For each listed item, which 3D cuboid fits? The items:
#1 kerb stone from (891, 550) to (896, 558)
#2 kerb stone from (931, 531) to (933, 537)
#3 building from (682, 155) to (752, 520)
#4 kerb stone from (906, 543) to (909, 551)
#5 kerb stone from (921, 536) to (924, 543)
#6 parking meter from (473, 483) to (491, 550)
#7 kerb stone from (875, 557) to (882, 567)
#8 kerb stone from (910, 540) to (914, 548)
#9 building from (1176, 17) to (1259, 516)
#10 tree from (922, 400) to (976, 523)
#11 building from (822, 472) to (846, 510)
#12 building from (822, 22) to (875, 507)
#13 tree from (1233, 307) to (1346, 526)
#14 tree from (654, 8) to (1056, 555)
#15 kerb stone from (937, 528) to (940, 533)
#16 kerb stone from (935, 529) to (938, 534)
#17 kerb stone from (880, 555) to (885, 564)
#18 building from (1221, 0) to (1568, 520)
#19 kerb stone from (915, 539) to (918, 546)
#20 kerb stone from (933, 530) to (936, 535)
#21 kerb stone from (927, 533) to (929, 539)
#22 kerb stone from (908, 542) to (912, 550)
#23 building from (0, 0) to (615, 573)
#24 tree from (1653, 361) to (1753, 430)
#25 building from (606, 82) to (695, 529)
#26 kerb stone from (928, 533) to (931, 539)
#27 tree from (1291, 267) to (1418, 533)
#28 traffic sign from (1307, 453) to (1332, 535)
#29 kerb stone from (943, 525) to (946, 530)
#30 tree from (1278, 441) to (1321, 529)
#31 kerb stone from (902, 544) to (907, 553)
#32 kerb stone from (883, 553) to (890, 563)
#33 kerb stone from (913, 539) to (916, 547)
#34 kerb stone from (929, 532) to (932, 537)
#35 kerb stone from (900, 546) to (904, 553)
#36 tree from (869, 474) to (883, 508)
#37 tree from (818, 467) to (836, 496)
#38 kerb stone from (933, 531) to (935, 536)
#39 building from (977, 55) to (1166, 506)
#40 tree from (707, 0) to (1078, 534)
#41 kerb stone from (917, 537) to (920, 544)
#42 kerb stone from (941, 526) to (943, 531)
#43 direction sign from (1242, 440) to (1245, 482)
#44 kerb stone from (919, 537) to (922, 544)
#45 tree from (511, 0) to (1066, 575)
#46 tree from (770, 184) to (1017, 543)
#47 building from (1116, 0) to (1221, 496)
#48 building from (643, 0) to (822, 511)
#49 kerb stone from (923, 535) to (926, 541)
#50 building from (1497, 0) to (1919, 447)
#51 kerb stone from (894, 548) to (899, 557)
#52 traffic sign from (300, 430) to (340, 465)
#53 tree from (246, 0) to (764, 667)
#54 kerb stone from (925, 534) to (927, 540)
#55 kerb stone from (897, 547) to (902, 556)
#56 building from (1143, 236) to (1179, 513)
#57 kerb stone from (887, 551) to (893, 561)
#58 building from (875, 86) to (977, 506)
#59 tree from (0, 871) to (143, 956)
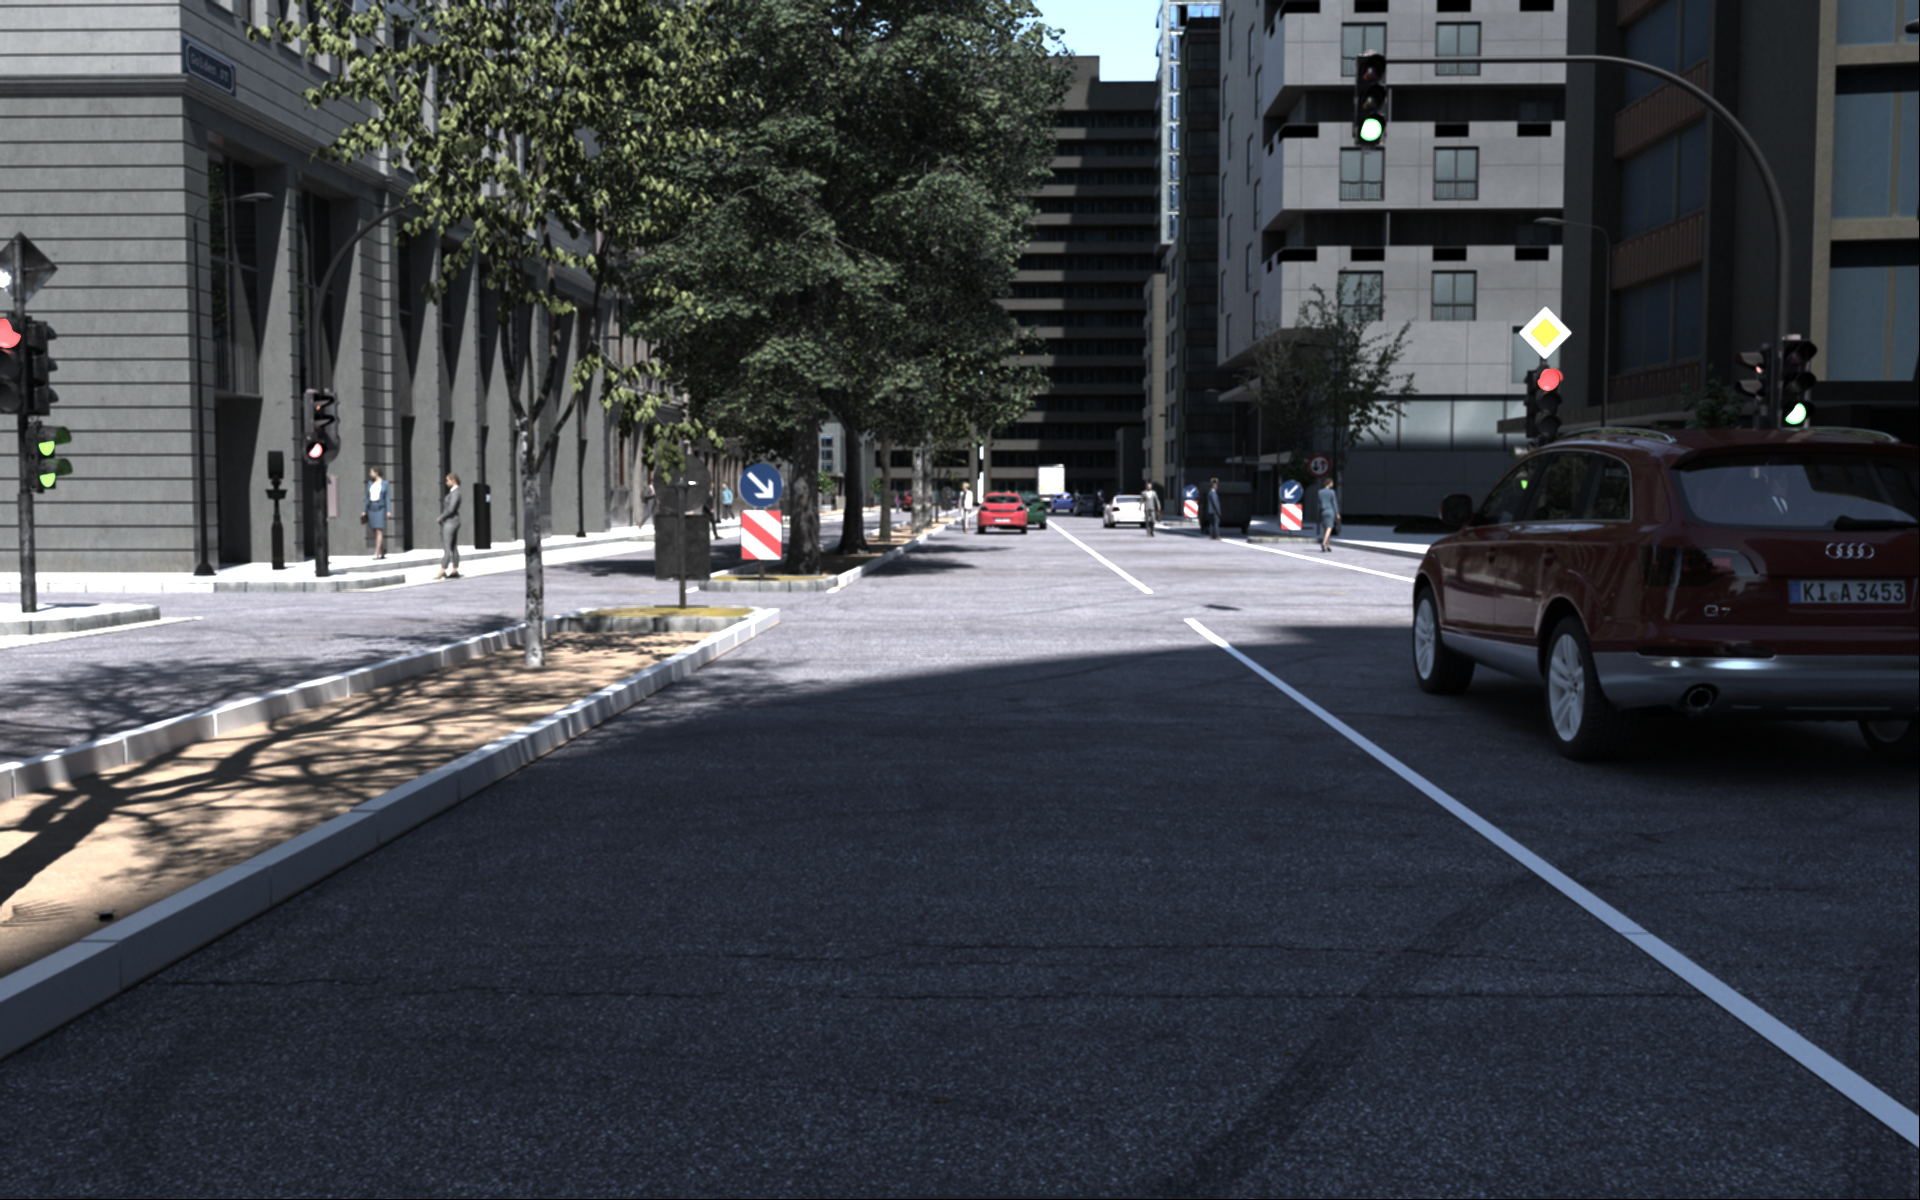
[{"bbox_3d":[-1.546,-0.953,37.785,0.120,0.150,1.000,0,4,2],"label":"kerb stone"},{"bbox_3d":[-1.027,-2.082,56.249,0.120,0.150,1.000,0,4,2],"label":"kerb stone"},{"bbox_3d":[-16.666,-13.658,87.934,10.561,19.102,19.286,0,4,2],"label":"building"},{"bbox_3d":[-1.403,-1.267,42.912,0.120,0.150,1.000,0,4,2],"label":"kerb stone"},{"bbox_3d":[-1.189,-1.706,50.090,0.120,0.150,1.000,0,4,2],"label":"kerb stone"},{"bbox_3d":[-11.050,-1.936,40.065,0.372,1.533,0.369,0,3,0],"label":"parking meter"},{"bbox_3d":[-1.666,-0.702,33.679,0.120,0.150,1.000,0,4,2],"label":"kerb stone"},{"bbox_3d":[-1.345,-1.392,44.960,0.120,0.150,1.000,0,4,2],"label":"kerb stone"},{"bbox_3d":[20.555,-20.620,108.836,14.160,30.474,14.107,0,4,2],"label":"building"},{"bbox_3d":[-1.091,-7.997,83.564,4.737,8.622,4.395,0,3,0],"label":"tree"},{"bbox_3d":[-25.632,-27.550,142.317,32.217,40.220,23.993,0,4,2],"label":"building"},{"bbox_3d":[-24.556,-52.139,165.137,31.000,86.520,22.319,0,4,2],"label":"building"},{"bbox_3d":[13.011,-7.249,68.881,4.360,8.622,3.978,0,3,0],"label":"tree"},{"bbox_3d":[-2.518,-7.408,40.590,9.611,12.733,9.660,0,3,0],"label":"tree"},{"bbox_3d":[-0.880,-2.396,61.373,0.120,0.150,1.000,0,4,2],"label":"kerb stone"},{"bbox_3d":[-0.931,-2.267,59.325,0.120,0.150,1.000,0,4,2],"label":"kerb stone"},{"bbox_3d":[-1.640,-0.760,34.720,0.120,0.150,1.000,0,4,2],"label":"kerb stone"},{"bbox_3d":[27.973,-30.395,86.194,28.713,52.752,27.495,0,4,2],"label":"building"},{"bbox_3d":[-1.288,-1.516,47.007,0.120,0.150,1.000,0,4,2],"label":"kerb stone"},{"bbox_3d":[-0.971,-2.208,58.303,0.120,0.150,1.000,0,4,2],"label":"kerb stone"},{"bbox_3d":[-1.110,-1.888,53.164,0.120,0.150,1.000,0,4,2],"label":"kerb stone"},{"bbox_3d":[-1.367,-1.329,43.933,0.120,0.150,1.000,0,4,2],"label":"kerb stone"},{"bbox_3d":[-17.363,-16.178,42.000,11.434,29.767,29.804,0,4,2],"label":"building"},{"bbox_3d":[10.994,-1.885,25.424,1.663,3.219,1.824,0,3,0],"label":"tree"},{"bbox_3d":[-17.705,-14.160,67.669,11.583,22.565,21.152,0,4,2],"label":"building"},{"bbox_3d":[-1.084,-1.957,54.189,0.120,0.150,1.000,0,4,2],"label":"kerb stone"},{"bbox_3d":[12.792,-6.538,57.256,4.737,8.622,4.395,0,3,0],"label":"tree"},{"bbox_3d":[11.266,-3.319,54.369,0.768,2.556,0.104,0,4,5],"label":"traffic sign"},{"bbox_3d":[-0.728,-2.704,66.497,0.120,0.150,1.000,0,4,2],"label":"kerb stone"},{"bbox_3d":[12.448,-4.246,64.016,1.663,3.219,1.824,0,3,0],"label":"tree"},{"bbox_3d":[-1.433,-1.204,41.885,0.120,0.150,1.000,0,4,2],"label":"kerb stone"},{"bbox_3d":[-1.599,-0.819,35.742,0.120,0.150,1.000,0,4,2],"label":"kerb stone"},{"bbox_3d":[-1.311,-1.453,45.982,0.120,0.150,1.000,0,4,2],"label":"kerb stone"},{"bbox_3d":[-1.052,-2.020,55.217,0.120,0.150,1.000,0,4,2],"label":"kerb stone"},{"bbox_3d":[-1.463,-1.134,40.863,0.120,0.150,1.000,0,4,2],"label":"kerb stone"},{"bbox_3d":[-7.888,-10.451,165.479,1.663,3.219,1.824,0,3,0],"label":"tree"},{"bbox_3d":[-9.513,-7.788,121.942,1.663,3.219,1.824,0,3,0],"label":"tree"},{"bbox_3d":[-0.996,-2.146,57.281,0.120,0.150,1.000,0,4,2],"label":"kerb stone"},{"bbox_3d":[13.243,-34.978,195.588,21.600,48.544,21.300,0,4,2],"label":"building"},{"bbox_3d":[-2.706,-12.430,61.575,12.611,20.169,13.585,0,3,0],"label":"tree"},{"bbox_3d":[-1.256,-1.580,48.031,0.120,0.150,1.000,0,4,2],"label":"kerb stone"},{"bbox_3d":[-0.791,-2.584,64.441,0.120,0.150,1.000,0,4,2],"label":"kerb stone"},{"bbox_3d":[11.952,-4.956,73.028,0.379,3.537,0.876,0,4,4],"label":"direction sign"},{"bbox_3d":[-1.226,-1.643,49.065,0.120,0.150,1.000,0,4,2],"label":"kerb stone"},{"bbox_3d":[-2.738,-7.376,29.713,9.857,13.997,8.962,0,3,0],"label":"tree"},{"bbox_3d":[-2.101,-7.477,50.466,9.928,11.665,9.643,0,3,0],"label":"tree"},{"bbox_3d":[26.627,-51.722,158.331,22.319,86.520,31.000,0,4,2],"label":"building"},{"bbox_3d":[-21.329,-35.081,115.573,21.231,58.520,28.212,0,4,2],"label":"building"},{"bbox_3d":[-1.169,-1.769,51.112,0.120,0.150,1.000,0,4,2],"label":"kerb stone"},{"bbox_3d":[26.956,-23.296,35.518,28.867,44.769,22.147,0,4,2],"label":"building"},{"bbox_3d":[-1.525,-1.016,38.807,0.120,0.150,1.000,0,4,2],"label":"kerb stone"},{"bbox_3d":[-11.406,-1.882,30.869,0.768,2.556,0.104,0,4,8],"label":"traffic sign"},{"bbox_3d":[-3.486,-3.732,13.843,4.737,8.622,4.395,0,3,0],"label":"tree"},{"bbox_3d":[-1.138,-1.829,52.142,0.120,0.150,1.000,0,4,2],"label":"kerb stone"},{"bbox_3d":[-1.482,-1.079,39.831,0.120,0.150,1.000,0,4,2],"label":"kerb stone"},{"bbox_3d":[28.770,-17.450,130.349,27.650,21.520,28.899,0,4,2],"label":"building"},{"bbox_3d":[-1.577,-0.889,36.763,0.120,0.150,1.000,0,4,2],"label":"kerb stone"},{"bbox_3d":[-8.350,-35.011,196.127,21.600,48.544,21.300,0,4,2],"label":"building"},{"bbox_3d":[-3.378,-5.649,5.193,12.009,13.543,11.850,0,3,0],"label":"tree"}]
